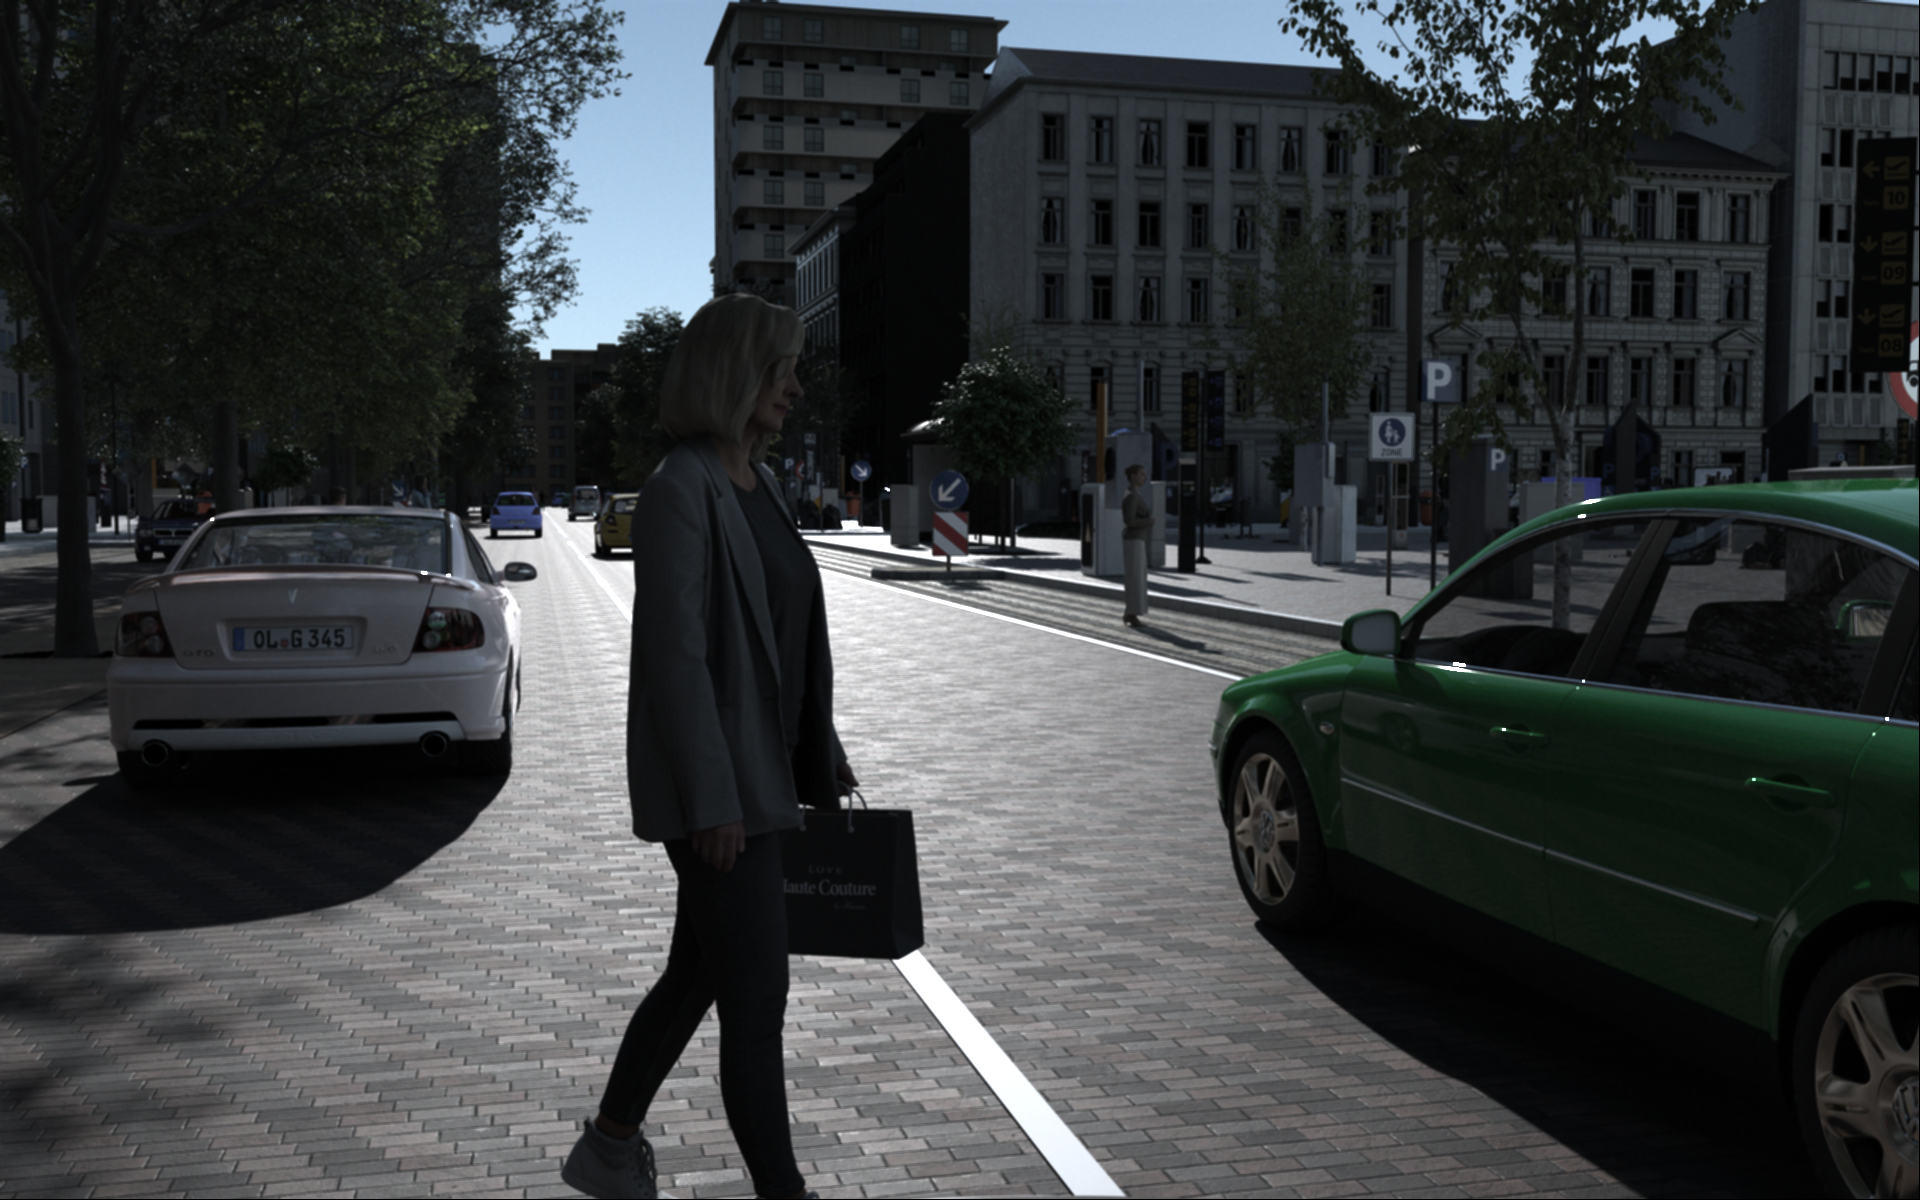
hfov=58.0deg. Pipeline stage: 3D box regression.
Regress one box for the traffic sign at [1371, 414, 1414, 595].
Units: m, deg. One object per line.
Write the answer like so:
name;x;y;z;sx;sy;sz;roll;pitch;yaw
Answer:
traffic sign;5.429;-1.208;21.879;0.606;2.300;0.079;-1;4;-11

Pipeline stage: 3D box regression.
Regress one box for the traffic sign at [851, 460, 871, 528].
traffic sign;-3.746;-4.009;65.659;0.768;2.556;0.104;0;4;-6

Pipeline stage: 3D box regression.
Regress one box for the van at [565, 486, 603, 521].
van;-20.474;-5.353;94.534;2.013;2.044;4.112;-1;4;-16

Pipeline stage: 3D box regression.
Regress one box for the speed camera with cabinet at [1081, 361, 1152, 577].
speed camera with cabinet;2.367;-1.966;26.484;0.660;3.252;2.038;-1;4;-10

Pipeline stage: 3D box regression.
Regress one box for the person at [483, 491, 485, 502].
person;-53.374;-11.374;194.405;0.705;1.831;1.348;0;4;-7

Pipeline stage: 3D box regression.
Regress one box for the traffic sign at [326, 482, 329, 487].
traffic sign;-44.674;-7.540;123.290;0.884;2.594;0.081;-1;4;-9

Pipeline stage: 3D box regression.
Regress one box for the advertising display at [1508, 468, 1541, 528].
advertising display;14.072;-2.331;43.329;0.974;1.923;0.123;-1;4;-16

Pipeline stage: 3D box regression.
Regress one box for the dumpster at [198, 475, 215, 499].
dumpster;-37.514;-5.167;86.969;1.502;2.255;1.985;-1;4;-14

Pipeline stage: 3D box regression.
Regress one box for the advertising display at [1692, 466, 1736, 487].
advertising display;17.434;-2.132;40.075;0.123;1.923;0.974;-3;5;-41

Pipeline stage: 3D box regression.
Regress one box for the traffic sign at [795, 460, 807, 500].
traffic sign;-5.801;-3.978;65.145;0.768;2.556;0.104;0;4;-6

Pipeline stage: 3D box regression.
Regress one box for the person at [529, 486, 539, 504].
person;-19.769;-4.383;80.179;0.555;1.821;0.388;-2;4;-30

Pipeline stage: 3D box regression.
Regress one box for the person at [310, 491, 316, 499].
person;-76.055;-11.911;203.950;0.721;1.736;1.217;1;4;17

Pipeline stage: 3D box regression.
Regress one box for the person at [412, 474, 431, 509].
person;-9.810;-1.389;31.476;0.793;1.790;0.793;3;5;42

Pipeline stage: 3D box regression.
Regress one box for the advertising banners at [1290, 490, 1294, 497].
advertising banners;12.296;-4.134;63.778;0.090;3.025;2.074;2;4;25

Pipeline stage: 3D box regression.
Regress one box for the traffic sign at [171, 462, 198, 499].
traffic sign;-24.524;-3.130;54.823;0.795;2.450;0.064;-1;4;-14

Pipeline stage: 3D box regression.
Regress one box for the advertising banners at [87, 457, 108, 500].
advertising banners;-40.420;-5.161;80.572;0.090;3.025;2.074;1;4;20

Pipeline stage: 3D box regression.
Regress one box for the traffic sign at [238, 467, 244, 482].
traffic sign;-33.093;-4.831;79.098;0.768;2.556;0.104;0;4;-6

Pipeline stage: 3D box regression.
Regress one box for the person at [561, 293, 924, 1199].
person;-0.425;0.328;3.316;0.728;1.800;0.709;1;4;18

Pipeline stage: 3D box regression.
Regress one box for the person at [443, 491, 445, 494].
person;-48.877;-9.501;164.363;0.617;1.759;0.750;1;4;22

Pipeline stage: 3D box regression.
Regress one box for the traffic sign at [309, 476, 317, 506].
traffic sign;-44.600;-7.274;119.030;0.768;2.556;0.104;-1;4;-9

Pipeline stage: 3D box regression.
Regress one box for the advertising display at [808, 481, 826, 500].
advertising display;-7.193;-5.015;87.214;0.974;1.923;0.123;1;4;18

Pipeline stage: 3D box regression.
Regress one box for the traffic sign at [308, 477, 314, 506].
traffic sign;-43.848;-7.121;116.534;0.768;2.556;0.104;0;4;-5

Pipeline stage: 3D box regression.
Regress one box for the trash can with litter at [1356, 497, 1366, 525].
trash can with litter;16.455;-3.795;73.114;2.233;1.210;1.678;0;4;7

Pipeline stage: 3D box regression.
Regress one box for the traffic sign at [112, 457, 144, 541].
traffic sign;-22.603;-2.656;47.071;0.795;2.450;0.064;-1;4;-14

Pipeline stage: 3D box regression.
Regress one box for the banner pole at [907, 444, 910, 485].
banner pole;-2.455;-5.828;85.304;0.401;3.779;0.863;0;4;3

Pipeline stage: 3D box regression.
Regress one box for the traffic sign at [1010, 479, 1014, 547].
traffic sign;1.253;-2.543;41.684;0.768;2.556;0.104;-1;4;-10

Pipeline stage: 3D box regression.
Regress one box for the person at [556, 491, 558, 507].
person;-44.641;-11.164;191.588;0.434;1.755;0.990;0;4;-1

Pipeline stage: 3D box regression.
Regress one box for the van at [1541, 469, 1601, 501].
van;22.060;-3.548;62.399;5.245;2.365;2.240;-1;4;-13

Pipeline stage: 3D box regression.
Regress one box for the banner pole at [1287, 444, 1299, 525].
banner pole;13.899;-5.019;72.084;0.401;3.779;0.863;3;5;41

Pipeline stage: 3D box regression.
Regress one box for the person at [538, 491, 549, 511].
person;-36.392;-8.659;150.903;1.217;1.723;0.721;0;4;3

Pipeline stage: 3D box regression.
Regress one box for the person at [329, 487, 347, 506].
person;-7.082;-0.518;19.567;0.503;1.515;0.523;-3;4;-38

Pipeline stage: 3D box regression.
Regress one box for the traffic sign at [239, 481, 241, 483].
traffic sign;-37.984;-5.540;90.685;0.768;2.556;0.104;-1;4;-13

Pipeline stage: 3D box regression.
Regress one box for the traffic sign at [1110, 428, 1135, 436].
traffic sign;3.170;-2.045;33.542;0.768;2.556;0.104;-1;4;-10

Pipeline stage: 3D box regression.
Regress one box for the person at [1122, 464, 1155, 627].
person;1.914;-0.583;18.584;0.362;1.759;0.519;0;4;6

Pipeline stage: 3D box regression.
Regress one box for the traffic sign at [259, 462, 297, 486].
traffic sign;-40.999;-6.754;104.298;2.265;3.308;0.079;-1;4;-11

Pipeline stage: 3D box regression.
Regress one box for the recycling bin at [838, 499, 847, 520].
recycling bin;-6.013;-4.439;85.134;0.722;1.027;0.722;2;4;29

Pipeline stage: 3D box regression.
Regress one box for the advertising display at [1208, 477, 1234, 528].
advertising display;9.854;-3.683;65.428;0.974;1.923;0.123;-1;4;-11

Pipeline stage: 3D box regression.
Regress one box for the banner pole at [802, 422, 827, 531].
banner pole;-5.031;-4.279;59.985;0.863;3.779;0.401;-1;4;-18

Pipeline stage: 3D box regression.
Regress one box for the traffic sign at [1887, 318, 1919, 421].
traffic sign;6.952;-0.757;12.490;0.768;2.556;0.104;-1;4;-13

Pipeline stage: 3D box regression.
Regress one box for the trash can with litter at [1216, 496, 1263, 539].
trash can with litter;7.971;-2.383;50.014;1.678;1.210;2.233;3;5;40

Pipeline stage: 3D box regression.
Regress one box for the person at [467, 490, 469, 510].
person;-44.595;-9.046;156.533;0.705;1.807;1.348;0;4;7

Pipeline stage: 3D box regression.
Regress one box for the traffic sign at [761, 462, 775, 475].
traffic sign;-5.859;-2.908;51.186;0.795;2.450;0.064;-1;4;-14

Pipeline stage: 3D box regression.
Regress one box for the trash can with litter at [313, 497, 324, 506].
trash can with litter;-45.783;-6.896;124.142;0.624;1.170;1.055;2;4;25

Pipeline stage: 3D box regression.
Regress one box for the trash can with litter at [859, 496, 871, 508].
trash can with litter;-4.486;-4.566;86.047;1.055;1.170;0.624;1;4;20

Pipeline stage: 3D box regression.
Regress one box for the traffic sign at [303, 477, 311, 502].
traffic sign;-42.445;-6.861;112.285;0.768;2.556;0.104;-1;4;-8

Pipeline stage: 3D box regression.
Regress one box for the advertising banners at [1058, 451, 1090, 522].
advertising banners;4.649;-4.545;70.499;0.090;3.025;2.074;-2;4;-33
